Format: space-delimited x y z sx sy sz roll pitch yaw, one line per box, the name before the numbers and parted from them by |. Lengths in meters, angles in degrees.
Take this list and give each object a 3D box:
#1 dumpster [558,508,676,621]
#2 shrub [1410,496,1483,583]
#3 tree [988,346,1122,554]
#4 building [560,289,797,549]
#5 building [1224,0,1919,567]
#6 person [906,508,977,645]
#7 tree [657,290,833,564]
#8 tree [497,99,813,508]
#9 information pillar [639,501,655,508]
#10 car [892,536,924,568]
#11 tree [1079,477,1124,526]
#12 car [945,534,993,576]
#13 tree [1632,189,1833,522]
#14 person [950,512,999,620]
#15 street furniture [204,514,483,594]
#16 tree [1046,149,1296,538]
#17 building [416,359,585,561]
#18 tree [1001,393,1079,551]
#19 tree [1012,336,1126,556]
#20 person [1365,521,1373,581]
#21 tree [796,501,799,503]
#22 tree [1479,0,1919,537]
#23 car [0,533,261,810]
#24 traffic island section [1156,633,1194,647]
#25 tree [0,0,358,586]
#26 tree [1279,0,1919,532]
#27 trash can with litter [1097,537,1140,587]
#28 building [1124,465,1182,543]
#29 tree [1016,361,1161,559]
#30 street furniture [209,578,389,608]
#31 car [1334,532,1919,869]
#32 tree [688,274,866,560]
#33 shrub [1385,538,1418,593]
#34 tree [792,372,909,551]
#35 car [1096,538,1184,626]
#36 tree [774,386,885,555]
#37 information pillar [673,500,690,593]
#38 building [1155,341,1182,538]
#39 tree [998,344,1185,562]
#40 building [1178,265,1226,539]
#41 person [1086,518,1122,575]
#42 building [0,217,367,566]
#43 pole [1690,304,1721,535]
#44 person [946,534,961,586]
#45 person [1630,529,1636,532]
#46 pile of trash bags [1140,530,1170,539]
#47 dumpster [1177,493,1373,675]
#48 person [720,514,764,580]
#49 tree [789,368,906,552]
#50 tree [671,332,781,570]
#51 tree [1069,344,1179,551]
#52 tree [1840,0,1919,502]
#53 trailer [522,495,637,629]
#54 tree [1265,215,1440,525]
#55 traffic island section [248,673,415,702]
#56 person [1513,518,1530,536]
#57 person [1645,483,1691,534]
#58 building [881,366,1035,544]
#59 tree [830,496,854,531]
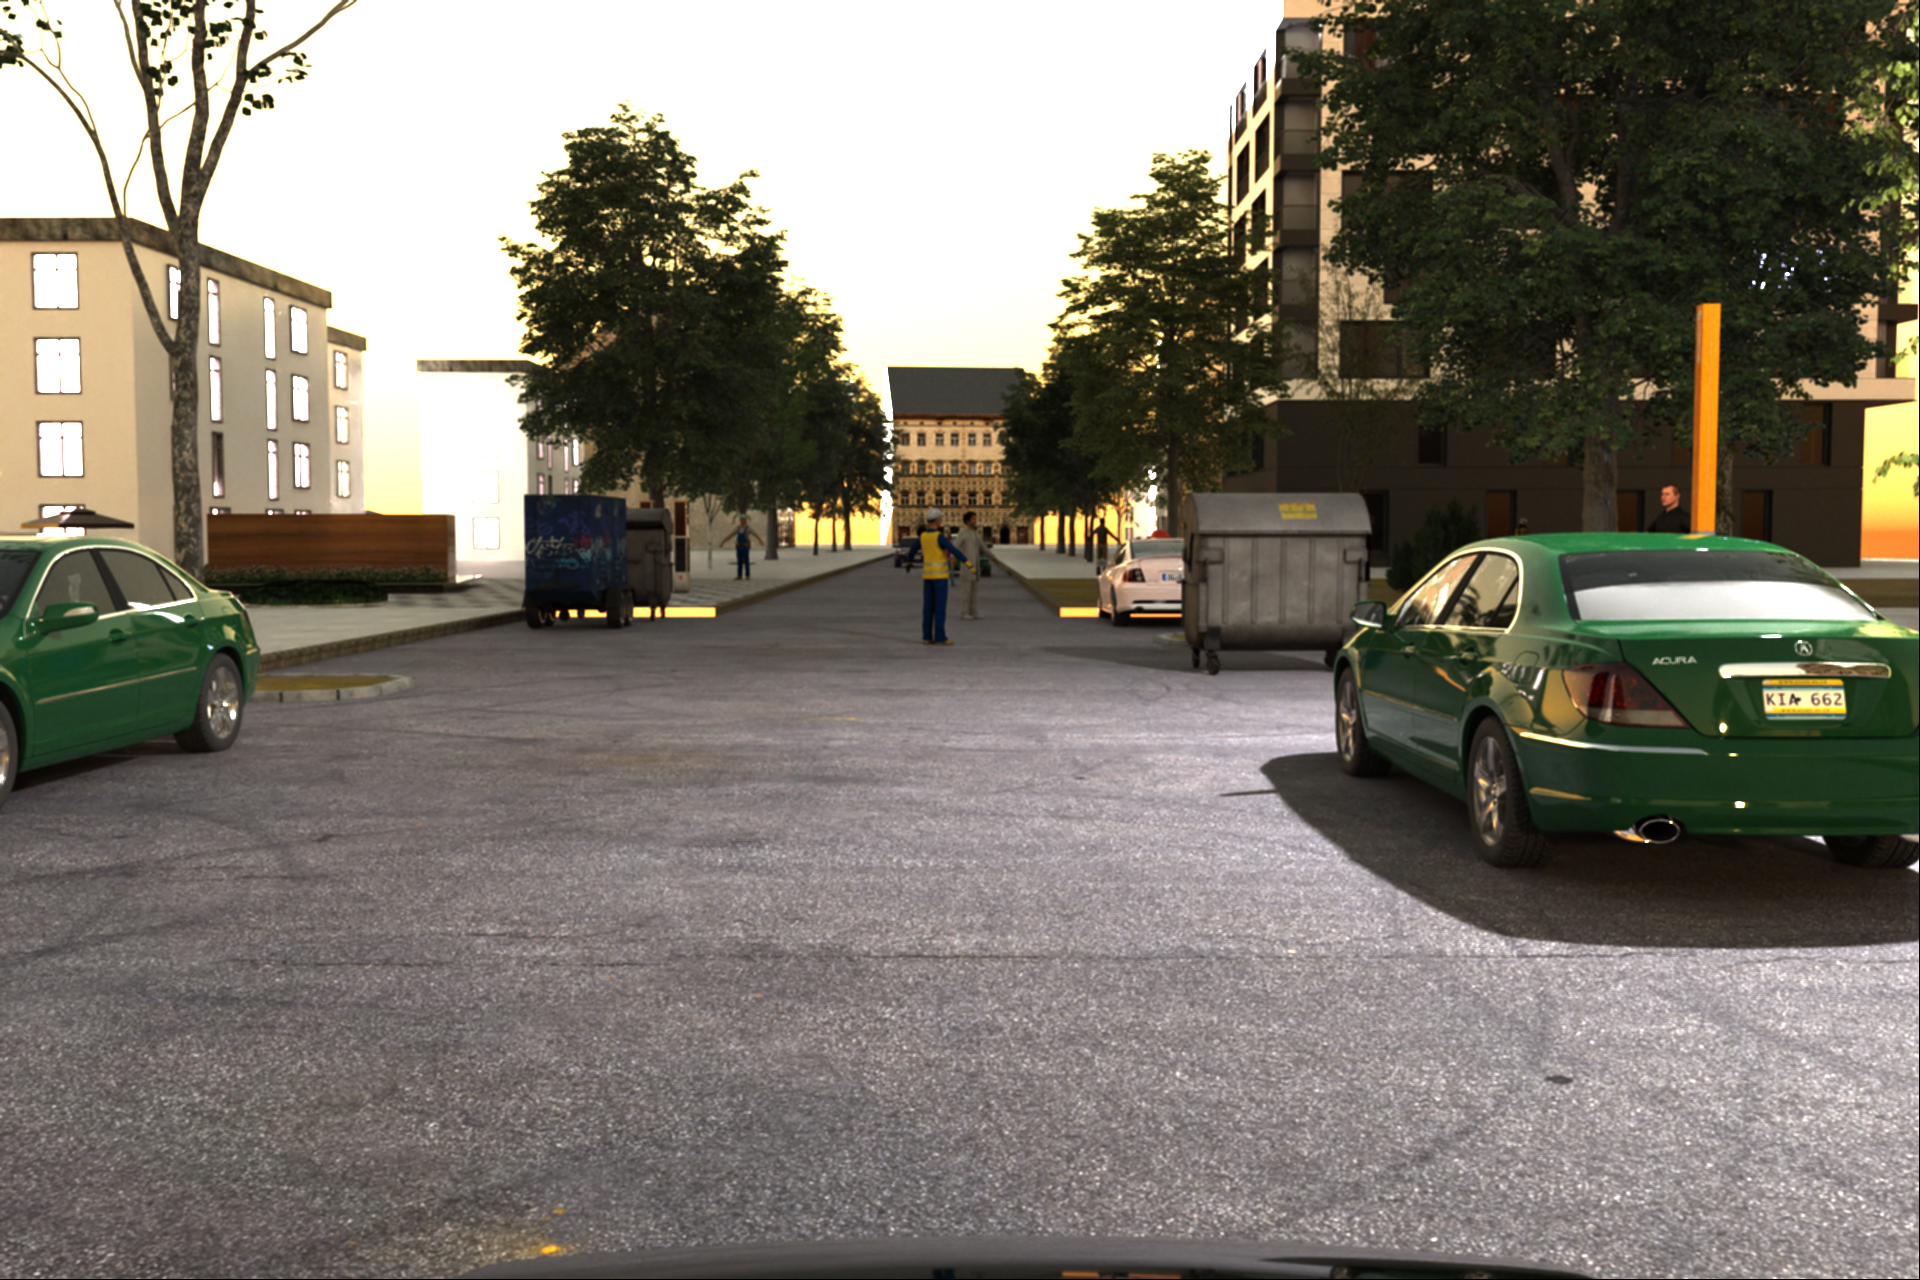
dumpster | -5.761 -1.266 28.923 1.865 1.857 1.264 0 4 0
shrub | 10.080 -1.931 35.606 1.661 2.075 1.752 0 3 0
tree | 6.669 -12.684 114.039 9.857 13.997 8.962 0 3 0
building | -25.561 -20.156 160.481 19.493 23.208 18.063 0 4 1
building | 26.196 -14.572 82.232 27.936 21.610 32.646 0 4 0
person | -0.270 -0.829 22.475 1.216 1.772 0.721 3 5 43
tree | -9.203 -9.018 73.199 9.928 11.665 9.643 0 3 0
tree | -9.031 -8.863 51.557 9.857 13.997 8.962 0 3 0
information pillar | -6.880 -2.055 38.088 0.304 2.012 0.304 0 4 0
car | -1.965 -3.845 75.445 1.945 1.354 3.894 0 4 -1
tree | 18.708 -19.295 225.837 12.009 13.543 11.850 0 3 0
car | 0.110 -2.958 60.163 2.131 1.459 4.920 0 4 -2
tree | 14.635 -5.086 33.515 4.737 8.622 4.395 0 3 0
person | 0.193 -1.256 29.174 0.705 1.806 1.347 2 4 35
street furniture | -15.699 -1.993 39.444 9.812 1.723 11.010 -1 4 -11
tree | 6.271 -8.153 51.430 7.486 12.596 7.792 0 3 0
building | -25.517 -9.492 97.342 9.099 9.664 28.070 0 4 -1
tree | 6.722 -13.155 133.218 7.486 12.596 7.792 0 3 0
tree | 6.612 -11.113 99.818 7.486 12.596 7.792 0 3 0
person | 11.091 -2.522 47.429 0.705 1.806 1.347 1 4 23
tree | -24.157 -18.087 221.470 9.928 11.665 9.643 0 3 0
tree | 19.855 -11.517 44.191 12.611 20.169 13.585 0 3 0
car | -5.770 0.105 10.085 2.131 1.459 4.920 0 4 0
traffic island section | 3.603 0.008 22.740 1.991 0.108 1.994 0 4 0
tree | -12.078 -10.483 27.279 12.611 20.169 13.585 0 3 0
tree | 9.594 -7.259 25.343 9.857 13.997 8.962 0 3 0
trash can with litter | 4.172 -1.843 41.188 1.678 1.210 2.233 0 4 -1
building | 23.538 -15.097 188.986 9.099 9.664 28.070 0 4 0
tree | 6.681 -9.441 88.777 8.767 10.594 7.601 2 4 27
street furniture | -15.596 -0.905 30.421 10.072 0.657 5.734 0 4 1
car | 3.191 0.180 8.851 2.131 1.459 4.920 0 4 0
tree | -9.500 -10.995 86.428 9.857 13.997 8.962 0 3 0
shrub | 9.782 -1.638 37.904 1.383 1.207 1.383 0 3 0
tree | -8.829 -13.905 134.007 9.857 13.997 8.962 0 3 0
car | 3.295 -0.974 28.288 2.083 1.381 4.827 0 4 0
tree | -8.768 -10.394 104.353 8.767 10.594 7.601 0 4 -2
information pillar | -6.095 -2.045 37.929 0.304 2.012 0.304 0 4 2
building | 24.199 -19.090 168.545 16.016 20.090 11.380 0 4 0
tree | 5.967 -8.814 78.523 8.767 10.594 7.601 -1 4 -9
building | 24.412 -17.006 108.970 19.493 23.208 18.063 0 4 -1
person | 4.478 -2.941 54.361 1.348 1.796 0.705 3 4 37
building | -26.250 -7.215 60.107 9.099 9.664 28.070 0 4 1
pole | 6.642 -1.323 15.468 0.158 3.312 0.155 0 3 0
person | -0.279 -2.203 47.750 0.991 1.433 0.599 1 4 15
person | 21.916 -2.872 56.225 0.599 1.433 0.991 0 4 -4
pile of trash bags | 3.959 -1.443 33.349 1.912 1.369 3.447 0 4 0
dumpster | 3.258 -0.604 18.086 1.865 1.857 1.264 0 4 -1
person | -6.089 -2.612 48.564 1.347 1.847 0.705 1 4 17
tree | -8.994 -13.002 122.951 12.009 13.543 11.850 0 3 0
tree | -9.217 -6.865 62.602 4.360 8.622 3.978 0 3 0
tree | 5.952 -7.148 67.236 4.360 8.622 3.978 0 3 0
tree | 9.615 -3.934 14.681 4.737 8.622 4.395 0 3 0
trailer | -5.825 -1.149 25.837 1.471 1.999 3.904 0 4 0
tree | 8.938 -5.541 40.955 4.360 8.622 3.978 0 3 0
traffic island section | -6.103 0.436 15.746 1.991 0.108 1.994 0 4 0
person | 20.250 -3.456 62.271 0.705 1.858 1.354 -1 4 -16
person | 7.306 -0.713 17.870 0.705 1.803 1.348 -1 4 -23
building | -0.619 -24.016 226.052 18.063 23.208 19.493 0 4 -7
tree | -14.661 -16.560 221.118 4.737 8.622 4.395 0 3 0
